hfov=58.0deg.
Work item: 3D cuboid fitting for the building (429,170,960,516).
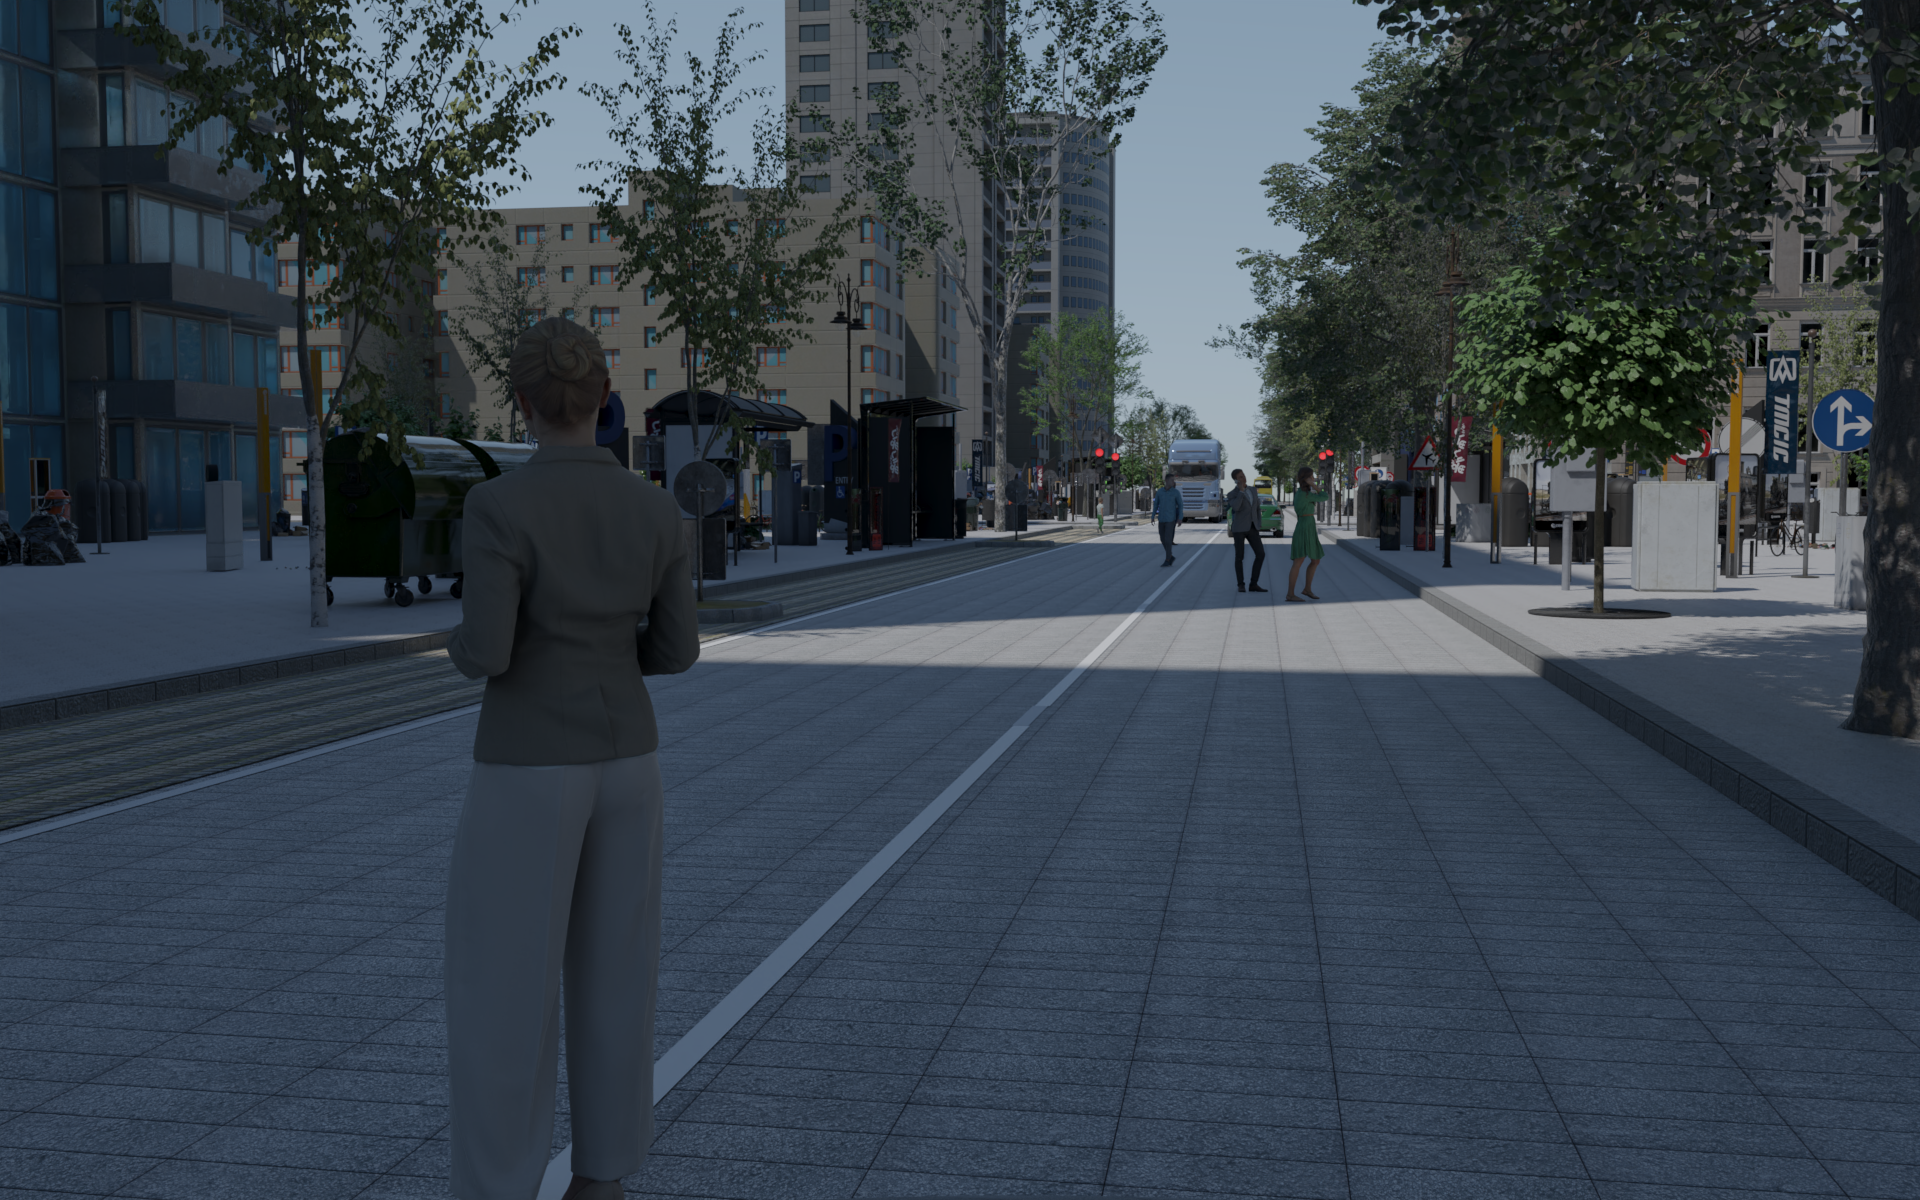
[{"bbox_3d":[-16.095,-16.684,117.820,27.650,21.520,28.899,1,4,10],"label":"building"}]

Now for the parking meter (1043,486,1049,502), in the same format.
[{"bbox_3d":[5.485,-6.409,110.490,0.255,1.863,0.399,-1,4,-14],"label":"parking meter"}]

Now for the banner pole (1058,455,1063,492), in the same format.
[{"bbox_3d":[6.488,-7.438,111.632,0.401,3.779,0.863,2,4,28],"label":"banner pole"}]

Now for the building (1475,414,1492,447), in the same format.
[{"bbox_3d":[50.036,-16.632,139.380,16.820,18.784,16.811,1,4,10],"label":"building"}]

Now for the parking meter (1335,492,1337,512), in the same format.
[{"bbox_3d":[26.095,-6.876,120.840,0.372,1.533,0.369,0,3,0],"label":"parking meter"}]

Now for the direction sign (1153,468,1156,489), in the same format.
[{"bbox_3d":[17.241,-9.876,153.467,0.379,3.537,0.876,0,4,-7],"label":"direction sign"}]

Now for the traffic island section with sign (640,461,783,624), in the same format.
[{"bbox_3d":[-3.127,-0.692,19.947,1.989,1.847,2.006,1,4,10],"label":"traffic island section with sign"}]

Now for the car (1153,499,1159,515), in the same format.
[{"bbox_3d":[14.283,-6.705,119.214,1.945,1.707,3.694,1,4,10],"label":"car"}]

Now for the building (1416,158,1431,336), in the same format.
[{"bbox_3d":[62.311,-32.958,193.483,22.147,44.769,28.867,1,4,10],"label":"building"}]

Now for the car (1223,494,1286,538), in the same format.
[{"bbox_3d":[9.922,-2.842,58.260,2.131,1.459,4.920,1,4,8],"label":"car"}]

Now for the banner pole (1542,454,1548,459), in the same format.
[{"bbox_3d":[13.175,-2.959,38.404,0.863,3.779,0.401,-2,4,-29],"label":"banner pole"}]

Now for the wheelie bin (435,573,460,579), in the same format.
[{"bbox_3d":[-7.670,-1.135,26.472,0.980,1.594,0.693,2,4,23],"label":"wheelie bin"}]

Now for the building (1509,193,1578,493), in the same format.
[{"bbox_3d":[43.310,-16.087,117.771,10.420,20.320,16.860,1,4,10],"label":"building"}]

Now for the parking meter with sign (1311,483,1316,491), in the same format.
[{"bbox_3d":[24.990,-7.704,122.220,1.738,3.016,0.543,-2,4,-23],"label":"parking meter with sign"}]

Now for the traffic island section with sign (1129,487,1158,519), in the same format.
[{"bbox_3d":[10.943,-5.684,101.560,1.989,1.847,2.006,1,4,10],"label":"traffic island section with sign"}]

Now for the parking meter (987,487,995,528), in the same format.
[{"bbox_3d":[1.210,-3.528,66.100,0.372,1.533,0.369,0,3,0],"label":"parking meter"}]

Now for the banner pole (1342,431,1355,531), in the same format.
[{"bbox_3d":[13.629,-4.302,60.356,0.401,3.779,0.863,2,4,31],"label":"banner pole"}]

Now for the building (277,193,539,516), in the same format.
[{"bbox_3d":[-47.998,-16.633,116.992,28.899,21.520,27.650,1,4,10],"label":"building"}]

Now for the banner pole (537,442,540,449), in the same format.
[{"bbox_3d":[-17.682,-4.988,71.568,0.863,3.779,0.401,1,4,13],"label":"banner pole"}]

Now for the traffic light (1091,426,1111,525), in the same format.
[{"bbox_3d":[5.780,-5.037,71.283,0.839,4.253,0.868,1,4,10],"label":"traffic light"}]

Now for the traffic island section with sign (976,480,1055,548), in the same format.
[{"bbox_3d":[1.537,-2.352,47.084,1.989,1.847,2.006,1,4,10],"label":"traffic island section with sign"}]

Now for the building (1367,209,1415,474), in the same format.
[{"bbox_3d":[77.248,-40.040,278.359,21.300,48.544,21.600,1,4,10],"label":"building"}]

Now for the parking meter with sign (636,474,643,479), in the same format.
[{"bbox_3d":[-12.406,-4.255,65.837,0.543,3.016,1.738,3,5,43],"label":"parking meter with sign"}]

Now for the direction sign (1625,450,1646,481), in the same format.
[{"bbox_3d":[29.253,-5.078,75.015,0.876,3.537,0.379,2,4,29],"label":"direction sign"}]

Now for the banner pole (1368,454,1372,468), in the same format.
[{"bbox_3d":[25.794,-7.303,109.416,0.863,3.779,0.401,-2,4,-33],"label":"banner pole"}]

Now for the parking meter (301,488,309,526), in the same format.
[{"bbox_3d":[-26.522,-3.784,70.282,0.372,1.533,0.369,0,3,0],"label":"parking meter"}]

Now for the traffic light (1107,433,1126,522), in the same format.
[{"bbox_3d":[7.137,-5.519,79.153,0.839,4.253,0.868,1,4,10],"label":"traffic light"}]

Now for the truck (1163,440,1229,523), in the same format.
[{"bbox_3d":[12.729,-6.215,91.372,2.967,4.110,18.799,1,4,10],"label":"truck"}]

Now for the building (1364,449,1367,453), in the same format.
[{"bbox_3d":[76.121,-32.186,297.940,14.160,30.474,14.107,1,4,10],"label":"building"}]

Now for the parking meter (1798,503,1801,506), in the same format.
[{"bbox_3d":[41.347,-4.886,85.598,0.399,1.863,0.255,1,4,15],"label":"parking meter"}]

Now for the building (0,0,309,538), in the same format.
[{"bbox_3d":[-38.460,-26.540,53.532,30.456,49.044,23.786,1,4,10],"label":"building"}]

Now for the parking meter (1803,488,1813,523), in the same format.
[{"bbox_3d":[37.236,-4.137,76.056,0.372,1.533,0.369,0,3,0],"label":"parking meter"}]

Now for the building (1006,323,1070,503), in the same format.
[{"bbox_3d":[-3.104,-21.280,192.969,27.650,21.520,28.899,1,4,10],"label":"building"}]

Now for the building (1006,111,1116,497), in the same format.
[{"bbox_3d":[12.202,-44.333,266.840,21.231,58.520,28.212,1,4,10],"label":"building"}]

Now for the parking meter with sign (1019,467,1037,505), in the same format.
[{"bbox_3d":[4.052,-7.034,111.268,1.738,3.016,0.543,2,4,34],"label":"parking meter with sign"}]

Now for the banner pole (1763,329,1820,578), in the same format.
[{"bbox_3d":[12.727,-2.231,26.488,0.863,3.779,0.401,1,4,18],"label":"banner pole"}]

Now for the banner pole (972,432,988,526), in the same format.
[{"bbox_3d":[0.852,-4.869,69.630,0.863,3.779,0.401,-1,4,-19],"label":"banner pole"}]

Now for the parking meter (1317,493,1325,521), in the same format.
[{"bbox_3d":[17.202,-4.533,82.524,0.372,1.533,0.369,0,3,0],"label":"parking meter"}]

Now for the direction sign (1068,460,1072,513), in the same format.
[{"bbox_3d":[7.390,-7.533,115.166,0.379,3.537,0.876,2,4,32],"label":"direction sign"}]

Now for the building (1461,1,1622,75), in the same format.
[{"bbox_3d":[51.777,-31.064,158.012,14.600,45.320,14.200,1,4,10],"label":"building"}]

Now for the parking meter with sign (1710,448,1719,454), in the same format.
[{"bbox_3d":[29.468,-4.276,66.174,1.738,3.016,0.543,-2,4,-25],"label":"parking meter with sign"}]

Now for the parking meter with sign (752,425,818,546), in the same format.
[{"bbox_3d":[-4.344,-2.877,43.300,1.738,3.016,0.543,2,4,33],"label":"parking meter with sign"}]

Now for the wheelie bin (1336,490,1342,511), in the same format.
[{"bbox_3d":[27.924,-7.368,128.373,0.693,1.594,0.980,3,4,36],"label":"wheelie bin"}]

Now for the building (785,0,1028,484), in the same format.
[{"bbox_3d":[-4.151,-44.539,166.461,20.563,71.187,20.611,1,4,10],"label":"building"}]

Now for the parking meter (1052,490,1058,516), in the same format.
[{"bbox_3d":[5.490,-5.604,100.037,0.372,1.533,0.369,0,3,0],"label":"parking meter"}]

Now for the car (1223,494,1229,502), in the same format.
[{"bbox_3d":[29.966,-11.309,194.683,2.009,1.686,4.222,1,4,11],"label":"car"}]

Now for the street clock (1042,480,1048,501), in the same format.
[{"bbox_3d":[4.431,-5.244,90.307,0.358,2.002,0.471,1,4,14],"label":"street clock"}]

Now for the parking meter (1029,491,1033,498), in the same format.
[{"bbox_3d":[5.154,-7.244,126.856,0.372,1.533,0.369,0,3,0],"label":"parking meter"}]

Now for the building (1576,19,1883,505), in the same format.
[{"bbox_3d":[46.400,-18.028,92.023,25.104,27.353,12.463,1,4,10],"label":"building"}]

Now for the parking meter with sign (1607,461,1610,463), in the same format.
[{"bbox_3d":[23.904,-4.244,65.654,1.738,3.016,0.543,-3,5,-39],"label":"parking meter with sign"}]

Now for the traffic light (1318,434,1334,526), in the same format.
[{"bbox_3d":[14.860,-4.943,69.739,0.839,4.253,0.868,1,4,10],"label":"traffic light"}]

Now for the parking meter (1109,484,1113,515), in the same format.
[{"bbox_3d":[9.087,-6.022,104.173,0.255,1.863,0.399,1,4,9],"label":"parking meter"}]

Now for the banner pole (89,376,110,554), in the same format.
[{"bbox_3d":[-18.192,-2.854,36.674,0.863,3.779,0.401,3,5,45],"label":"banner pole"}]

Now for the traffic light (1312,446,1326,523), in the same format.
[{"bbox_3d":[16.218,-5.424,77.608,0.839,4.253,0.868,1,4,10],"label":"traffic light"}]

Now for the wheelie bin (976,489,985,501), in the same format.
[{"bbox_3d":[1.461,-6.306,111.004,0.693,1.594,0.980,2,4,32],"label":"wheelie bin"}]

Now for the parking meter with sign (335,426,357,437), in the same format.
[{"bbox_3d":[-15.680,-2.885,43.430,0.543,3.016,1.738,0,4,2],"label":"parking meter with sign"}]

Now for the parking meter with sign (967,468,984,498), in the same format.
[{"bbox_3d":[1.280,-7.428,117.708,0.543,3.016,1.738,3,5,44],"label":"parking meter with sign"}]

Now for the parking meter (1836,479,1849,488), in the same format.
[{"bbox_3d":[33.095,-3.626,64.988,0.255,1.863,0.399,-1,4,-15],"label":"parking meter"}]
